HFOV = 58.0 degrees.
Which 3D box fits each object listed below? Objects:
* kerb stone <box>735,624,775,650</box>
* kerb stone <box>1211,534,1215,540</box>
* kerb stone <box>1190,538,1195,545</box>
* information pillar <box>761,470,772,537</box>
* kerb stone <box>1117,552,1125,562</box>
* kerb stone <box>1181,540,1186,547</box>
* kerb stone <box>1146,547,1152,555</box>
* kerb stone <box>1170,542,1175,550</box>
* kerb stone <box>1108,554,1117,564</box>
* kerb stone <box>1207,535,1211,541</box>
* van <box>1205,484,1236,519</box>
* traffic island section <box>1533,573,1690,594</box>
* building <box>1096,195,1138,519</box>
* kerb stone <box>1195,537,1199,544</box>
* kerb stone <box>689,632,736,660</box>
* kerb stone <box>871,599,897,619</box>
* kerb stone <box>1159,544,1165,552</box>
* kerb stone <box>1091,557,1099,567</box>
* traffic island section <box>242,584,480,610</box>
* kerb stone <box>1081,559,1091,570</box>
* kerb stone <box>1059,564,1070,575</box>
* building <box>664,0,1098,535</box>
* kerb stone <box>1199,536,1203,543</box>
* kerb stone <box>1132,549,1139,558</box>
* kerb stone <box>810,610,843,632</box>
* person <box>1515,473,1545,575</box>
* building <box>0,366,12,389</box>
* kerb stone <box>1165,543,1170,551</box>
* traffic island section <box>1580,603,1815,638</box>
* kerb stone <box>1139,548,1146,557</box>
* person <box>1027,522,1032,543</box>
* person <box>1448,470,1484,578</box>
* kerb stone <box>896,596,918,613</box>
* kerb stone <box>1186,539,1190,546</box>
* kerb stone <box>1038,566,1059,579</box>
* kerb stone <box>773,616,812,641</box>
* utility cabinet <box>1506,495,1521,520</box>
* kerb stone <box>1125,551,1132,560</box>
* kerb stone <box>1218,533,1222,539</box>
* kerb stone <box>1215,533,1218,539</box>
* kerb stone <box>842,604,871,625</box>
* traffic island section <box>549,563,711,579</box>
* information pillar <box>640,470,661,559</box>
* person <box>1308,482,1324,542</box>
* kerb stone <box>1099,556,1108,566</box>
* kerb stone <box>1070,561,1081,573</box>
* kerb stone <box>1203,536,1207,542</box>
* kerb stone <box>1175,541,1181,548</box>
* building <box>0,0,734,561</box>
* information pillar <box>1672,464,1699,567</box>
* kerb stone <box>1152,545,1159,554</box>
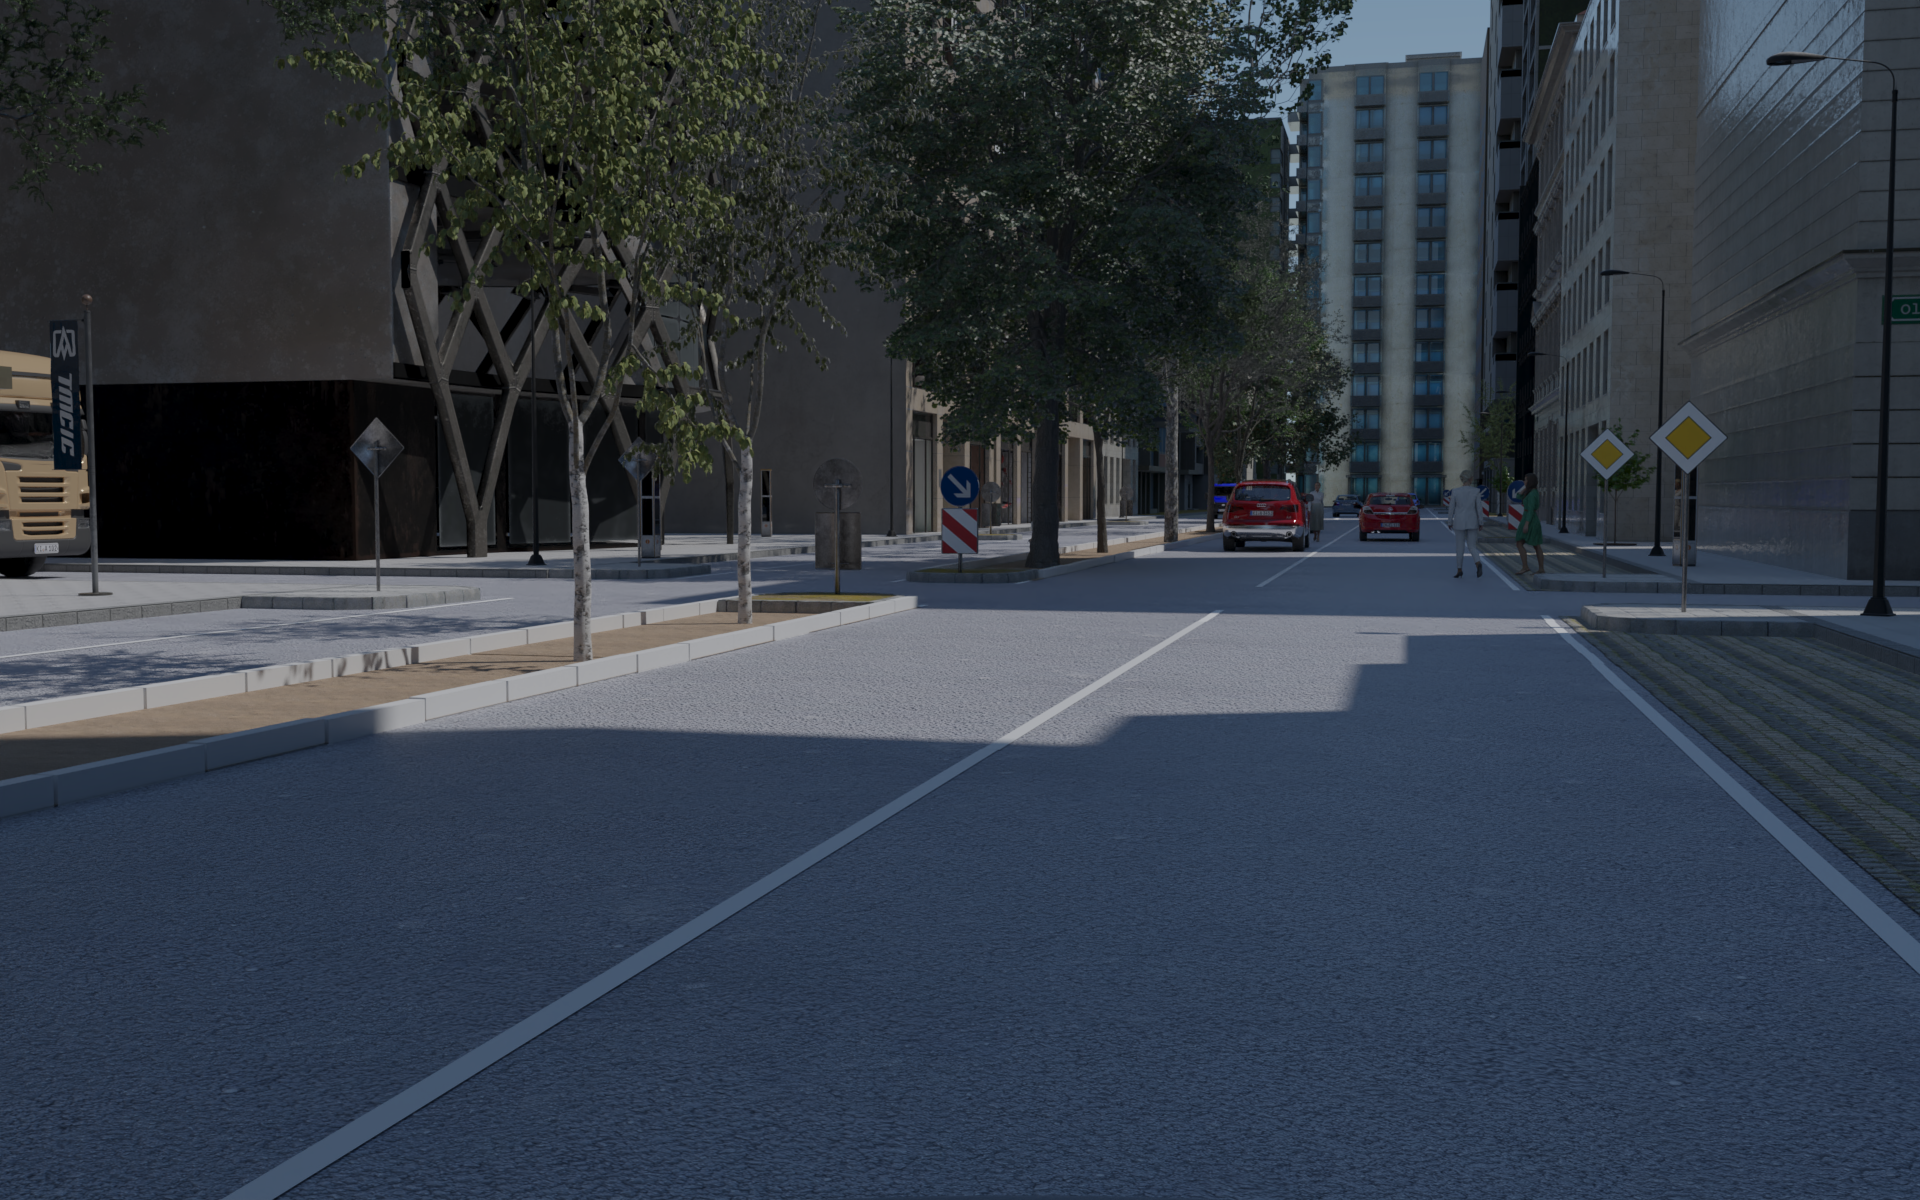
[{"bbox_3d":[-2.005,0.360,16.377,0.120,0.150,1.000,1,4,15],"label":"kerb stone"},{"bbox_3d":[7.689,-1.921,53.600,0.120,0.150,1.000,1,4,15],"label":"kerb stone"},{"bbox_3d":[6.405,-1.617,48.633,0.120,0.150,1.000,1,4,15],"label":"kerb stone"},{"bbox_3d":[-5.796,-2.897,51.861,0.304,2.012,0.304,0,4,0],"label":"information pillar"},{"bbox_3d":[3.313,-0.887,36.743,0.120,0.150,1.000,1,4,15],"label":"kerb stone"},{"bbox_3d":[5.886,-1.495,46.656,0.120,0.150,1.000,1,4,15],"label":"kerb stone"},{"bbox_3d":[4.332,-1.129,40.714,0.120,0.150,1.000,1,4,15],"label":"kerb stone"},{"bbox_3d":[5.364,-1.375,44.677,0.120,0.150,1.000,1,4,15],"label":"kerb stone"},{"bbox_3d":[3.039,-0.830,35.758,0.120,0.150,1.000,1,4,15],"label":"kerb stone"},{"bbox_3d":[7.432,-1.855,52.611,0.120,0.150,1.000,1,4,15],"label":"kerb stone"},{"bbox_3d":[15.380,-5.827,99.658,2.240,2.365,5.245,1,4,14],"label":"van"},{"bbox_3d":[9.891,-0.260,26.539,2.009,0.180,2.903,1,4,15],"label":"traffic island section"},{"bbox_3d":[3.546,-14.794,96.638,10.420,20.320,16.860,1,4,15],"label":"building"},{"bbox_3d":[6.656,-1.674,49.625,0.120,0.150,1.000,1,4,15],"label":"kerb stone"},{"bbox_3d":[-2.254,0.417,15.383,0.120,0.150,1.000,1,4,15],"label":"kerb stone"},{"bbox_3d":[-0.968,0.116,20.336,0.120,0.150,1.000,1,4,15],"label":"kerb stone"},{"bbox_3d":[4.855,-1.254,42.697,0.120,0.150,1.000,1,4,15],"label":"kerb stone"},{"bbox_3d":[2.519,-0.708,33.775,0.120,0.150,1.000,1,4,15],"label":"kerb stone"},{"bbox_3d":[-7.694,-0.035,22.855,2.009,0.180,2.903,1,4,15],"label":"traffic island section"},{"bbox_3d":[2.277,-0.647,32.778,0.120,0.150,1.000,1,4,15],"label":"kerb stone"},{"bbox_3d":[1.755,-0.526,30.792,0.120,0.150,1.000,1,4,15],"label":"kerb stone"},{"bbox_3d":[-6.707,-16.397,72.610,19.350,26.468,34.151,1,4,15],"label":"building"},{"bbox_3d":[6.911,-1.737,50.625,0.120,0.150,1.000,1,4,15],"label":"kerb stone"},{"bbox_3d":[3.817,-1.008,38.725,0.120,0.150,1.000,1,4,15],"label":"kerb stone"},{"bbox_3d":[-1.488,0.237,18.356,0.120,0.150,1.000,1,4,15],"label":"kerb stone"},{"bbox_3d":[9.994,-1.319,30.305,0.529,1.795,0.600,1,4,14],"label":"person"},{"bbox_3d":[-29.507,-22.076,15.567,28.867,44.769,22.147,1,4,15],"label":"building"},{"bbox_3d":[5.111,-1.314,43.687,0.120,0.150,1.000,1,4,15],"label":"kerb stone"},{"bbox_3d":[7.879,0.212,18.810,2.009,0.180,2.903,1,4,15],"label":"traffic island section"},{"bbox_3d":[4.076,-1.072,39.724,0.120,0.150,1.000,1,4,15],"label":"kerb stone"},{"bbox_3d":[2.170,-2.343,47.160,0.624,1.780,0.694,1,4,18],"label":"person"},{"bbox_3d":[8.578,-1.279,29.285,0.514,1.842,0.818,0,4,-7],"label":"person"},{"bbox_3d":[-0.713,0.053,21.325,0.120,0.150,1.000,1,4,15],"label":"kerb stone"},{"bbox_3d":[6.140,-1.557,47.646,0.120,0.150,1.000,1,4,15],"label":"kerb stone"},{"bbox_3d":[1.495,-0.461,29.795,0.120,0.150,1.000,1,4,15],"label":"kerb stone"},{"bbox_3d":[-1.738,0.295,17.365,0.120,0.150,1.000,1,4,15],"label":"kerb stone"},{"bbox_3d":[27.049,-4.477,84.363,1.020,1.237,0.306,-3,4,-37],"label":"utility cabinet"},{"bbox_3d":[3.559,-0.950,37.736,0.120,0.150,1.000,1,4,15],"label":"kerb stone"},{"bbox_3d":[8.212,-2.040,55.587,0.120,0.150,1.000,1,4,15],"label":"kerb stone"},{"bbox_3d":[7.953,-1.978,54.597,0.120,0.150,1.000,1,4,15],"label":"kerb stone"},{"bbox_3d":[-1.227,0.174,19.344,0.120,0.150,1.000,1,4,15],"label":"kerb stone"},{"bbox_3d":[-5.682,-0.508,30.583,2.009,0.180,2.903,1,4,15],"label":"traffic island section"},{"bbox_3d":[-6.174,-1.838,34.544,0.304,2.012,0.304,1,4,16],"label":"information pillar"},{"bbox_3d":[10.758,-2.664,52.285,0.478,1.798,0.641,1,4,16],"label":"person"},{"bbox_3d":[2.785,-0.767,34.763,0.120,0.150,1.000,1,4,15],"label":"kerb stone"},{"bbox_3d":[2.018,-0.578,31.789,0.120,0.150,1.000,1,4,15],"label":"kerb stone"},{"bbox_3d":[7.175,-1.799,51.617,0.120,0.150,1.000,1,4,15],"label":"kerb stone"},{"bbox_3d":[5.630,-1.434,45.665,0.120,0.150,1.000,1,4,15],"label":"kerb stone"},{"bbox_3d":[-14.444,-10.671,41.919,16.820,18.784,16.811,1,4,15],"label":"building"},{"bbox_3d":[12.877,-1.605,30.741,0.304,2.012,0.304,0,4,-5],"label":"information pillar"},{"bbox_3d":[4.593,-1.193,41.702,0.120,0.150,1.000,1,4,15],"label":"kerb stone"}]
